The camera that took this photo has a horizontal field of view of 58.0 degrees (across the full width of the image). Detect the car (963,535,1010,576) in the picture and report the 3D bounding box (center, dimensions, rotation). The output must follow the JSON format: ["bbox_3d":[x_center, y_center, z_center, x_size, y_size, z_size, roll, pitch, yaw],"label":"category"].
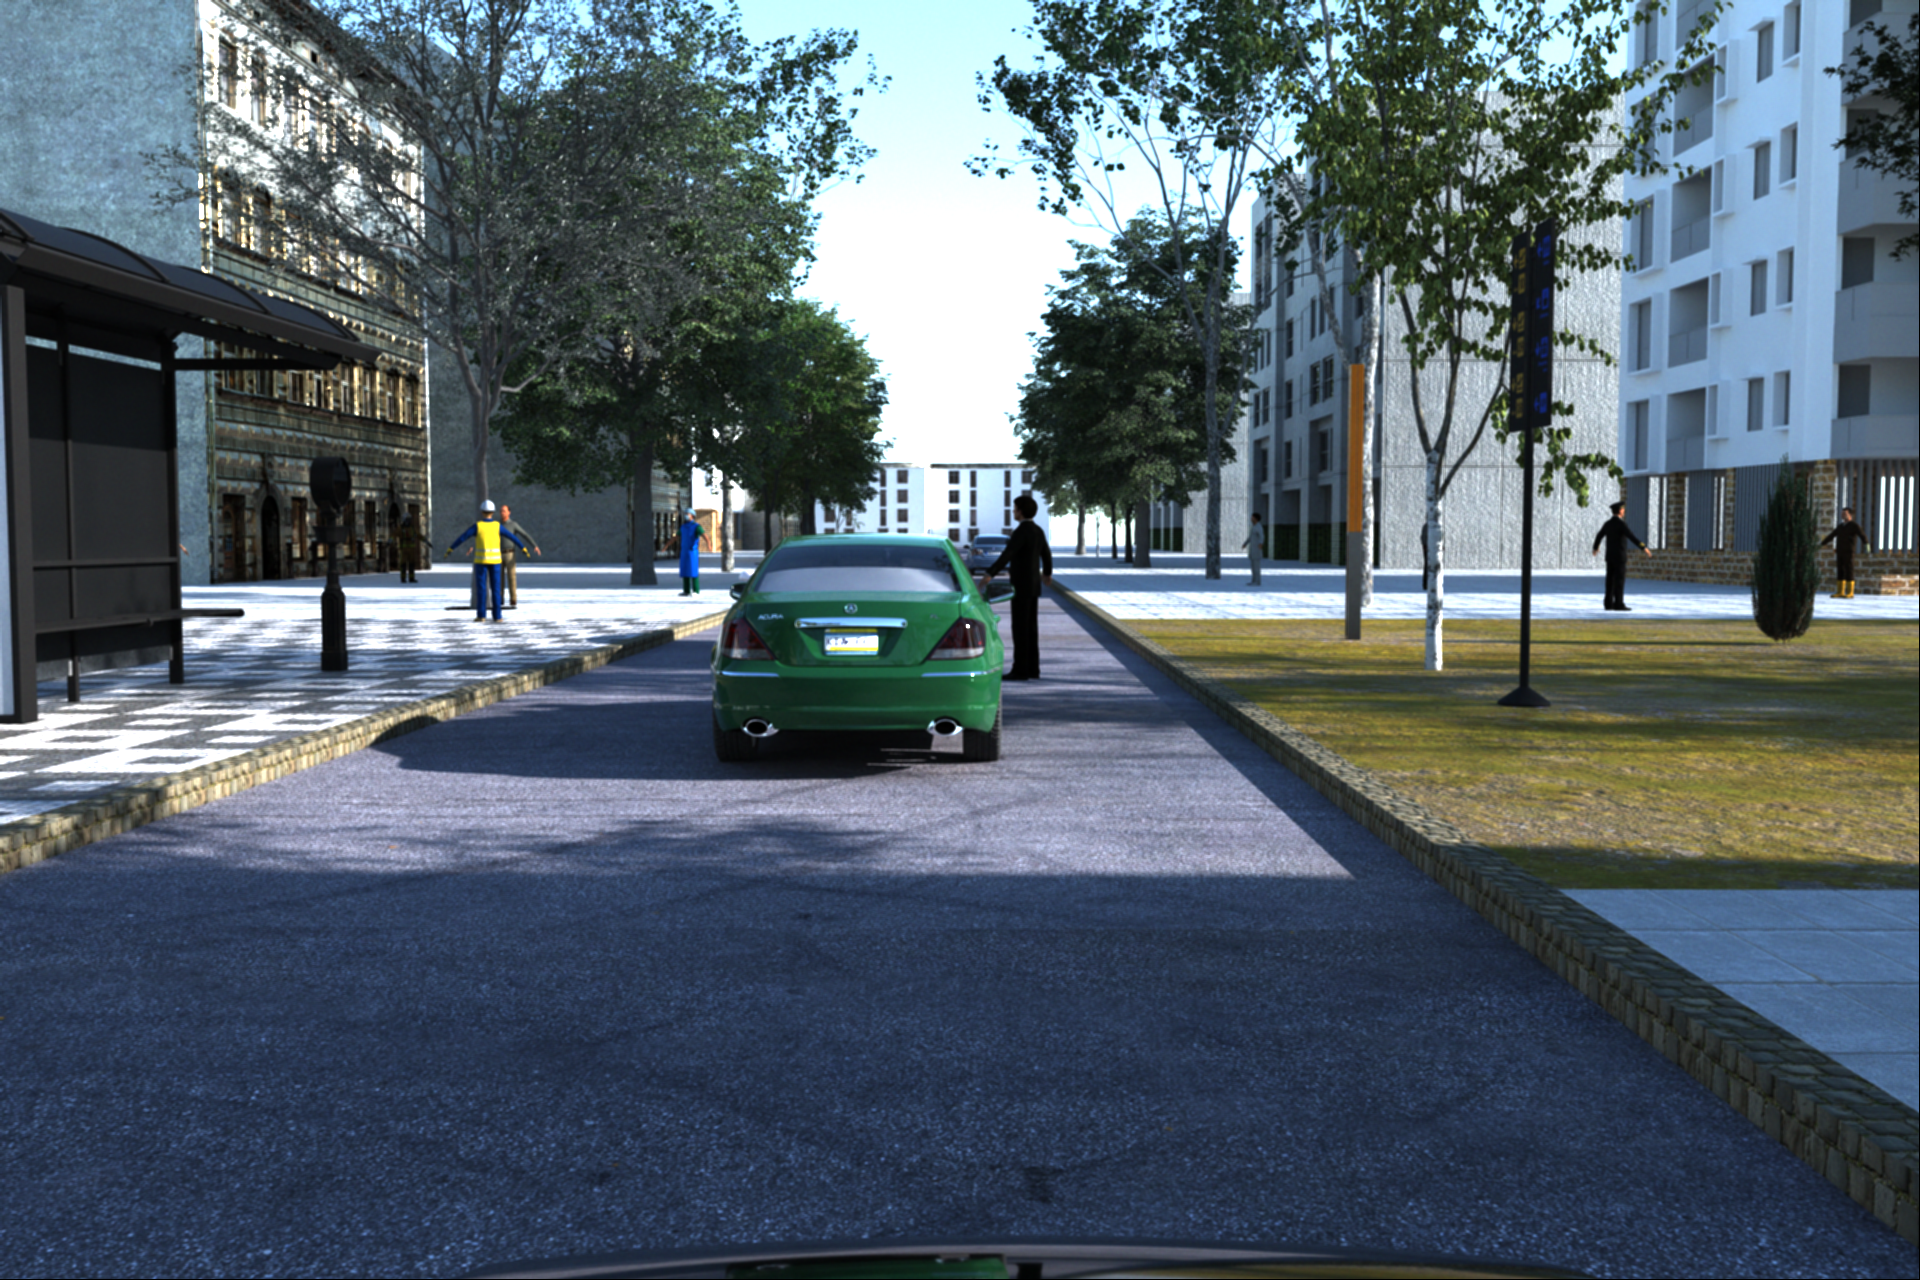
[{"bbox_3d":[1.129,-3.006,61.149,2.014,1.417,4.499,0,4,0],"label":"car"}]

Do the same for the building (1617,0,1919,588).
[{"bbox_3d":[24.247,-11.741,48.379,16.016,20.090,11.380,0,4,0],"label":"building"}]

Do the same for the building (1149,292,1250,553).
[{"bbox_3d":[24.176,-16.441,135.267,16.747,18.905,31.486,0,4,1],"label":"building"}]

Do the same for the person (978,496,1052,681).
[{"bbox_3d":[0.612,-0.516,17.075,0.705,1.806,1.347,2,4,31],"label":"person"}]

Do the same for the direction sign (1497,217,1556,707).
[{"bbox_3d":[4.234,-1.278,12.898,0.379,3.537,0.876,0,3,0],"label":"direction sign"}]

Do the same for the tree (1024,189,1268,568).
[{"bbox_3d":[6.934,-9.738,65.870,9.857,13.997,8.962,0,3,0],"label":"tree"}]

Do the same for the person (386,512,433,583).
[{"bbox_3d":[-14.580,-2.444,45.733,0.705,1.858,1.354,3,5,41],"label":"person"}]

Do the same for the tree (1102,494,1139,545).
[{"bbox_3d":[20.248,-17.789,197.498,9.857,13.997,8.962,0,3,0],"label":"tree"}]

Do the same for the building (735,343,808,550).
[{"bbox_3d":[-23.454,-19.363,147.509,19.493,23.208,18.063,0,4,1],"label":"building"}]

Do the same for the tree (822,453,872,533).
[{"bbox_3d":[-7.497,-9.489,105.508,4.360,8.622,3.978,0,3,0],"label":"tree"}]

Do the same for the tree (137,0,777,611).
[{"bbox_3d":[-8.025,-7.248,28.882,12.009,13.543,11.850,0,3,0],"label":"tree"}]

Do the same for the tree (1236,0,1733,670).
[{"bbox_3d":[4.477,-4.007,15.873,4.737,8.622,4.395,0,3,0],"label":"tree"}]

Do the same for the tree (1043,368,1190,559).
[{"bbox_3d":[8.138,-9.507,89.853,8.767,10.594,7.601,1,4,15],"label":"tree"}]

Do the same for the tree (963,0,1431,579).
[{"bbox_3d":[6.376,-11.719,47.495,12.611,20.169,13.585,0,3,0],"label":"tree"}]

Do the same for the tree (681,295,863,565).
[{"bbox_3d":[-8.011,-9.003,72.955,9.928,11.665,9.643,0,3,0],"label":"tree"}]

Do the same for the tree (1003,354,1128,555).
[{"bbox_3d":[7.454,-12.207,106.232,9.857,13.997,8.962,0,3,0],"label":"tree"}]

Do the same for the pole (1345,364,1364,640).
[{"bbox_3d":[4.773,-1.658,20.950,0.158,3.312,0.155,0,3,0],"label":"pole"}]

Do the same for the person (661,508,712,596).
[{"bbox_3d":[-5.590,-1.809,35.709,1.347,1.817,0.704,2,4,33],"label":"person"}]

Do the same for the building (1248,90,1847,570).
[{"bbox_3d":[23.812,-12.925,77.777,16.747,18.905,31.486,0,4,1],"label":"building"}]

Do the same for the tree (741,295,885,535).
[{"bbox_3d":[-7.113,-10.072,82.808,7.486,12.596,7.792,0,3,0],"label":"tree"}]

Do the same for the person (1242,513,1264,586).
[{"bbox_3d":[7.353,-2.266,43.233,0.705,1.806,1.347,-1,4,-9],"label":"person"}]

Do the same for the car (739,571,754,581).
[{"bbox_3d":[-1.509,-0.502,20.574,2.083,1.381,4.827,0,4,0],"label":"car"}]

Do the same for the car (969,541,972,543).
[{"bbox_3d":[1.644,-5.932,109.358,2.083,1.381,4.827,0,4,-1],"label":"car"}]

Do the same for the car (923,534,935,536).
[{"bbox_3d":[-1.657,-3.892,73.414,2.009,1.686,4.222,0,4,1],"label":"car"}]

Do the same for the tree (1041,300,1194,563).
[{"bbox_3d":[7.471,-9.236,76.771,9.928,11.665,9.643,0,3,0],"label":"tree"}]

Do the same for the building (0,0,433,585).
[{"bbox_3d":[-28.206,-13.541,52.323,19.493,23.208,18.063,0,3,0],"label":"building"}]

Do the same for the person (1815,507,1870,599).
[{"bbox_3d":[17.677,-1.741,34.605,0.704,1.812,1.346,-1,4,-18],"label":"person"}]

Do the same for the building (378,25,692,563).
[{"bbox_3d":[-23.800,-15.504,84.423,19.493,23.208,18.063,0,4,0],"label":"building"}]

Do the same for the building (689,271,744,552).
[{"bbox_3d":[-22.410,-16.417,124.832,16.016,20.090,11.380,0,4,1],"label":"building"}]

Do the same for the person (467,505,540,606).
[{"bbox_3d":[-8.163,-1.516,31.065,1.348,1.796,0.705,0,4,5],"label":"person"}]

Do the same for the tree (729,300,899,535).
[{"bbox_3d":[-8.207,-11.443,93.752,9.857,13.997,8.962,0,3,0],"label":"tree"}]

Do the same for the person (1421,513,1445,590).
[{"bbox_3d":[10.844,-2.064,39.878,0.705,1.813,1.348,2,4,33],"label":"person"}]

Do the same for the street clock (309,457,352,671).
[{"bbox_3d":[-5.879,-0.713,16.225,0.358,2.002,0.471,0,4,0],"label":"street clock"}]

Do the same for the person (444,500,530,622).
[{"bbox_3d":[-6.915,-1.155,25.346,1.216,1.772,0.721,-1,4,-22],"label":"person"}]

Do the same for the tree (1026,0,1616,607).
[{"bbox_3d":[7.588,-10.731,31.343,12.611,20.169,13.585,0,3,0],"label":"tree"}]

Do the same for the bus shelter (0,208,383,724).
[{"bbox_3d":[-6.041,-1.124,12.302,2.014,3.302,5.546,0,4,1],"label":"bus shelter"}]

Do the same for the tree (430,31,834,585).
[{"bbox_3d":[-8.099,-8.359,43.318,9.857,13.997,8.962,0,3,0],"label":"tree"}]

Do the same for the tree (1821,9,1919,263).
[{"bbox_3d":[10.919,-4.872,14.069,7.601,10.594,8.767,0,4,7],"label":"tree"}]

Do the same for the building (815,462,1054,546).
[{"bbox_3d":[-3.282,-15.771,202.462,28.070,9.664,9.099,0,4,8],"label":"building"}]

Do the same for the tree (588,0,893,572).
[{"bbox_3d":[-9.173,-12.321,57.335,12.611,20.169,13.585,0,3,0],"label":"tree"}]

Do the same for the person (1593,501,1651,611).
[{"bbox_3d":[11.045,-1.416,29.080,0.705,1.837,1.347,-1,4,-20],"label":"person"}]

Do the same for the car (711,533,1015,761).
[{"bbox_3d":[-0.647,-0.034,12.350,2.131,1.459,4.920,0,4,0],"label":"car"}]

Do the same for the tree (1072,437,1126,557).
[{"bbox_3d":[7.684,-9.008,97.647,4.360,8.622,3.978,0,3,0],"label":"tree"}]

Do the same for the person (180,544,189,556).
[{"bbox_3d":[-13.489,-1.352,28.908,0.721,1.733,1.217,3,4,39],"label":"person"}]
